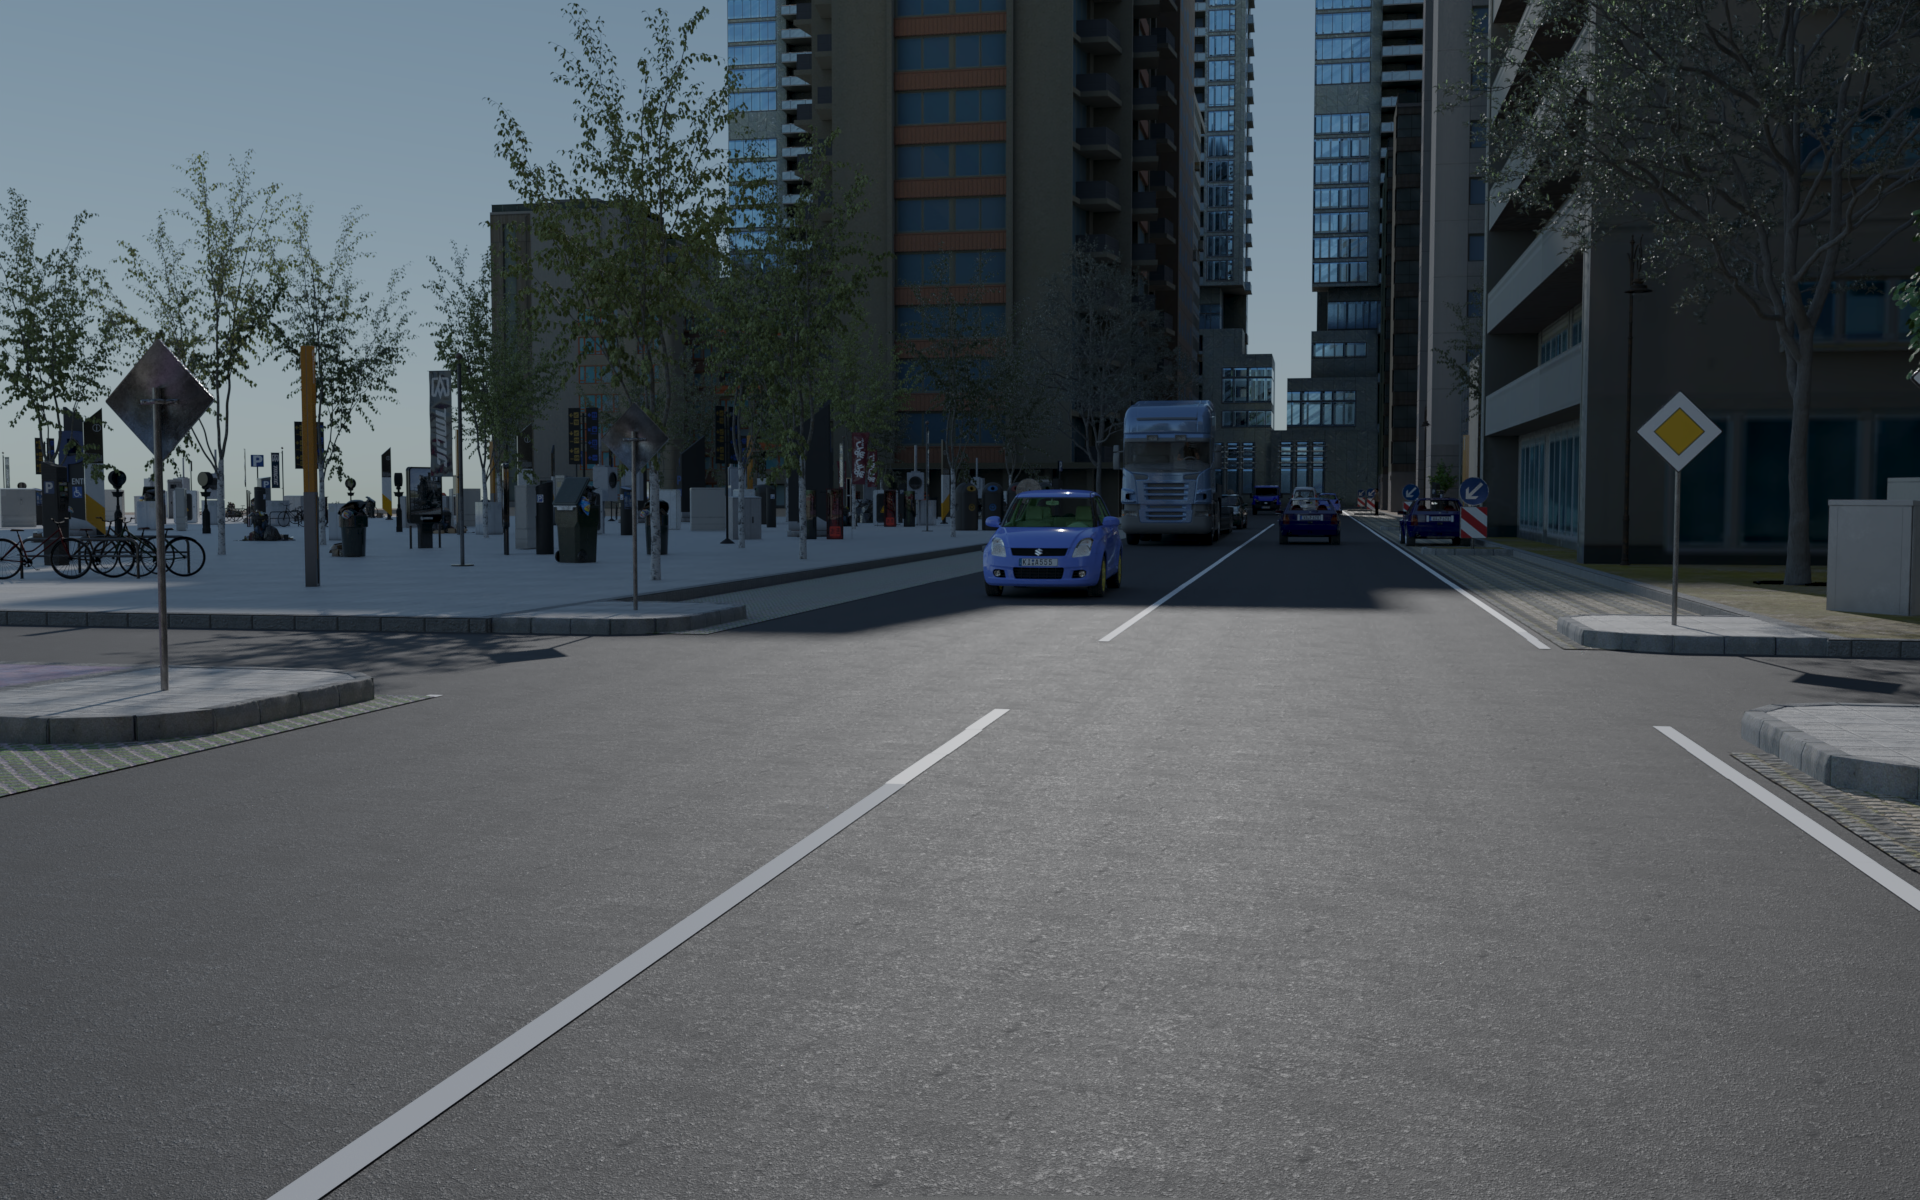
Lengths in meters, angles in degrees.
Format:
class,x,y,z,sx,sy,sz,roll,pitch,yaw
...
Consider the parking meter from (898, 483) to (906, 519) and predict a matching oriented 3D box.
class,x,y,z,sx,sy,sz,roll,pitch,yaw
parking meter,-3.004,-5.124,89.489,0.399,1.863,0.255,0,4,5

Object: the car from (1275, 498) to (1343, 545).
class,x,y,z,sx,sy,sz,roll,pitch,yaw
car,10.175,-2.319,50.500,1.945,1.354,3.894,1,4,10

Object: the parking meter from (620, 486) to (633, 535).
class,x,y,z,sx,sy,sz,roll,pitch,yaw
parking meter,-10.365,-2.777,53.818,0.372,1.533,0.369,0,3,0

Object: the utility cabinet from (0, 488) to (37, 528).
class,x,y,z,sx,sy,sz,roll,pitch,yaw
utility cabinet,-35.706,-3.484,65.644,1.173,1.500,0.318,-3,4,-37

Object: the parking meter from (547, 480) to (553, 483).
class,x,y,z,sx,sy,sz,roll,pitch,yaw
parking meter,-17.237,-4.106,72.848,0.255,1.863,0.399,-1,4,-14

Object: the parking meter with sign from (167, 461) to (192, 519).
class,x,y,z,sx,sy,sz,roll,pitch,yaw
parking meter with sign,-41.006,-5.757,90.380,1.738,3.016,0.543,-2,4,-30

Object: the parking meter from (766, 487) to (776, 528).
class,x,y,z,sx,sy,sz,roll,pitch,yaw
parking meter,-7.239,-3.549,66.431,0.372,1.533,0.369,0,3,0

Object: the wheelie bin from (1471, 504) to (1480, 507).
class,x,y,z,sx,sy,sz,roll,pitch,yaw
wheelie bin,19.436,-3.458,64.450,0.980,1.594,0.693,3,5,40

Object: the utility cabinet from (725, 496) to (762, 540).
class,x,y,z,sx,sy,sz,roll,pitch,yaw
utility cabinet,-6.087,-2.310,48.932,0.306,1.237,1.020,3,5,45

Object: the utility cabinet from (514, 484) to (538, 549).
class,x,y,z,sx,sy,sz,roll,pitch,yaw
utility cabinet,-10.086,-1.946,40.501,0.318,1.500,1.173,0,4,4

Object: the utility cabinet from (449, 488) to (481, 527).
class,x,y,z,sx,sy,sz,roll,pitch,yaw
utility cabinet,-19.284,-3.596,67.468,1.173,1.500,0.318,-3,5,-40

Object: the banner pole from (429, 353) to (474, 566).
class,x,y,z,sx,sy,sz,roll,pitch,yaw
banner pole,-9.087,-2.496,30.829,0.863,3.779,0.401,1,4,18

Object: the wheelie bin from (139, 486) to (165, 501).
class,x,y,z,sx,sy,sz,roll,pitch,yaw
wheelie bin,-32.842,-3.828,70.490,0.980,1.594,0.693,-3,4,-36

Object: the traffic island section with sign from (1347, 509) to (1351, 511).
class,x,y,z,sx,sy,sz,roll,pitch,yaw
traffic island section with sign,33.170,-8.263,143.728,1.989,1.847,2.006,1,4,12

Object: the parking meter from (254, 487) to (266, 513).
class,x,y,z,sx,sy,sz,roll,pitch,yaw
parking meter,-34.885,-4.761,86.249,0.372,1.533,0.369,0,3,0

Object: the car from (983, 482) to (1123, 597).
class,x,y,z,sx,sy,sz,roll,pitch,yaw
car,1.400,-0.961,25.310,1.945,1.707,3.694,1,4,11

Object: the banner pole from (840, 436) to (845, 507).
class,x,y,z,sx,sy,sz,roll,pitch,yaw
banner pole,-5.071,-5.177,74.668,0.401,3.779,0.863,-1,4,-19

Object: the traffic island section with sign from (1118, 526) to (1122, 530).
class,x,y,z,sx,sy,sz,roll,pitch,yaw
traffic island section with sign,7.193,-3.745,69.859,1.989,1.847,2.006,1,4,12

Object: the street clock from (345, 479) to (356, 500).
class,x,y,z,sx,sy,sz,roll,pitch,yaw
street clock,-28.074,-4.603,79.826,0.471,2.002,0.358,1,4,20

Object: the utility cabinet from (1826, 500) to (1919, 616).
class,x,y,z,sx,sy,sz,roll,pitch,yaw
utility cabinet,9.912,-0.462,18.708,0.306,1.237,1.020,-2,4,-25

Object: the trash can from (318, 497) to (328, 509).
class,x,y,z,sx,sy,sz,roll,pitch,yaw
trash can,-37.614,-5.534,102.138,0.748,1.137,0.748,0,3,0

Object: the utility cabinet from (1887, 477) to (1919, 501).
class,x,y,z,sx,sy,sz,roll,pitch,yaw
utility cabinet,12.839,-0.886,23.168,0.318,1.500,1.173,0,4,2

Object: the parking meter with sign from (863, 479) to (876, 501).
class,x,y,z,sx,sy,sz,roll,pitch,yaw
parking meter with sign,-4.705,-5.766,90.535,1.738,3.016,0.543,0,4,0

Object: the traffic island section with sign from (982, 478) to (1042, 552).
class,x,y,z,sx,sy,sz,roll,pitch,yaw
traffic island section with sign,1.694,-2.113,43.177,1.989,1.847,2.006,1,4,12

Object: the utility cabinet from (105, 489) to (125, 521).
class,x,y,z,sx,sy,sz,roll,pitch,yaw
utility cabinet,-40.154,-4.479,81.909,1.173,1.500,0.318,0,4,-2

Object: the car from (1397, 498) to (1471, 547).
class,x,y,z,sx,sy,sz,roll,pitch,yaw
car,13.231,-2.186,48.321,1.945,1.354,3.894,1,4,11

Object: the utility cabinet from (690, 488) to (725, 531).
class,x,y,z,sx,sy,sz,roll,pitch,yaw
utility cabinet,-8.744,-3.139,59.994,1.173,1.500,0.318,-1,4,-18

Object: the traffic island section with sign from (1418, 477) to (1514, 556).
class,x,y,z,sx,sy,sz,roll,pitch,yaw
traffic island section with sign,11.996,-1.983,41.050,1.989,1.847,2.006,1,4,12

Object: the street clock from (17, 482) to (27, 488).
class,x,y,z,sx,sy,sz,roll,pitch,yaw
street clock,-56.660,-6.122,104.658,0.471,2.002,0.358,0,4,-6

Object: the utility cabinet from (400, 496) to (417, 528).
class,x,y,z,sx,sy,sz,roll,pitch,yaw
utility cabinet,-21.020,-3.359,66.084,0.306,1.237,1.020,1,4,10

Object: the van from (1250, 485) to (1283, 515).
class,x,y,z,sx,sy,sz,roll,pitch,yaw
van,21.384,-7.117,120.741,2.240,2.365,5.245,1,4,11

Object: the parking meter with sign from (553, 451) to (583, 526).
class,x,y,z,sx,sy,sz,roll,pitch,yaw
parking meter with sign,-16.078,-4.538,70.451,1.738,3.016,0.543,3,5,42

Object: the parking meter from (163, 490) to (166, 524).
class,x,y,z,sx,sy,sz,roll,pitch,yaw
parking meter,-33.909,-3.982,73.516,0.372,1.533,0.369,0,3,0

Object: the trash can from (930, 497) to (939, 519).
class,x,y,z,sx,sy,sz,roll,pitch,yaw
trash can,-1.400,-4.518,85.514,0.748,1.137,0.748,0,3,0

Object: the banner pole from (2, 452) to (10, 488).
class,x,y,z,sx,sy,sz,roll,pitch,yaw
banner pole,-56.490,-6.884,102.576,0.863,3.779,0.401,2,4,31

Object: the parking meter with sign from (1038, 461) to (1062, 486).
class,x,y,z,sx,sy,sz,roll,pitch,yaw
parking meter with sign,4.466,-5.803,91.135,1.738,3.016,0.543,1,4,21

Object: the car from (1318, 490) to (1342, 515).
class,x,y,z,sx,sy,sz,roll,pitch,yaw
car,25.898,-6.870,121.920,1.945,1.707,3.694,1,4,13

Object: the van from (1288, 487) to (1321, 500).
class,x,y,z,sx,sy,sz,roll,pitch,yaw
van,20.780,-5.957,104.409,2.013,2.044,4.112,1,4,12

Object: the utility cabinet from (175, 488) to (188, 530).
class,x,y,z,sx,sy,sz,roll,pitch,yaw
utility cabinet,-27.309,-3.187,60.780,0.318,1.500,1.173,-1,4,-21

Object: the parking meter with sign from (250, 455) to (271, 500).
class,x,y,z,sx,sy,sz,roll,pitch,yaw
parking meter with sign,-30.539,-4.873,75.942,0.543,3.016,1.738,-3,4,-38

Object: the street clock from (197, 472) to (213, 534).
class,x,y,z,sx,sy,sz,roll,pitch,yaw
street clock,-24.419,-3.150,56.080,0.471,2.002,0.358,2,4,25

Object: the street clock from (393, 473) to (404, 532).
class,x,y,z,sx,sy,sz,roll,pitch,yaw
street clock,-18.937,-3.295,58.448,0.358,2.002,0.471,-1,4,-9

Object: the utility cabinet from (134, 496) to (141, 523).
class,x,y,z,sx,sy,sz,roll,pitch,yaw
utility cabinet,-35.693,-3.956,75.843,1.020,1.237,0.306,2,4,24

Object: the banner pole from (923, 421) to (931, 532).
class,x,y,z,sx,sy,sz,roll,pitch,yaw
banner pole,-1.099,-4.228,59.140,0.401,3.779,0.863,0,4,-6

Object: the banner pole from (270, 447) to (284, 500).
class,x,y,z,sx,sy,sz,roll,pitch,yaw
banner pole,-36.055,-6.217,91.667,0.401,3.779,0.863,3,5,44

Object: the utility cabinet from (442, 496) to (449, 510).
class,x,y,z,sx,sy,sz,roll,pitch,yaw
utility cabinet,-20.343,-3.439,67.394,1.020,1.237,0.306,1,4,14

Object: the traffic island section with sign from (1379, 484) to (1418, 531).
class,x,y,z,sx,sy,sz,roll,pitch,yaw
traffic island section with sign,17.569,-3.635,68.063,1.989,1.847,2.006,1,4,12

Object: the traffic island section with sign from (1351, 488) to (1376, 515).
class,x,y,z,sx,sy,sz,roll,pitch,yaw
traffic island section with sign,27.653,-6.628,117.003,1.989,1.847,2.006,1,4,12

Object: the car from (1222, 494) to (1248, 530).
class,x,y,z,sx,sy,sz,roll,pitch,yaw
car,10.879,-3.767,71.372,2.009,1.686,4.222,1,4,14

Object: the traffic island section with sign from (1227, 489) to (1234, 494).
class,x,y,z,sx,sy,sz,roll,pitch,yaw
traffic island section with sign,22.765,-8.363,145.357,1.989,1.847,2.006,1,4,12

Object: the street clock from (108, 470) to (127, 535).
class,x,y,z,sx,sy,sz,roll,pitch,yaw
street clock,-25.521,-2.931,52.491,0.358,2.002,0.471,3,4,37

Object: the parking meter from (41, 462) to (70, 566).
class,x,y,z,sx,sy,sz,roll,pitch,yaw
parking meter,-16.255,-1.555,31.138,0.399,1.863,0.255,1,4,15

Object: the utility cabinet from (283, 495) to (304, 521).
class,x,y,z,sx,sy,sz,roll,pitch,yaw
utility cabinet,-31.760,-4.370,82.609,1.020,1.237,0.306,1,4,19

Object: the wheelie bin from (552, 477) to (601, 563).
class,x,y,z,sx,sy,sz,roll,pitch,yaw
wheelie bin,-7.189,-1.503,32.478,0.980,1.594,0.693,2,4,33
